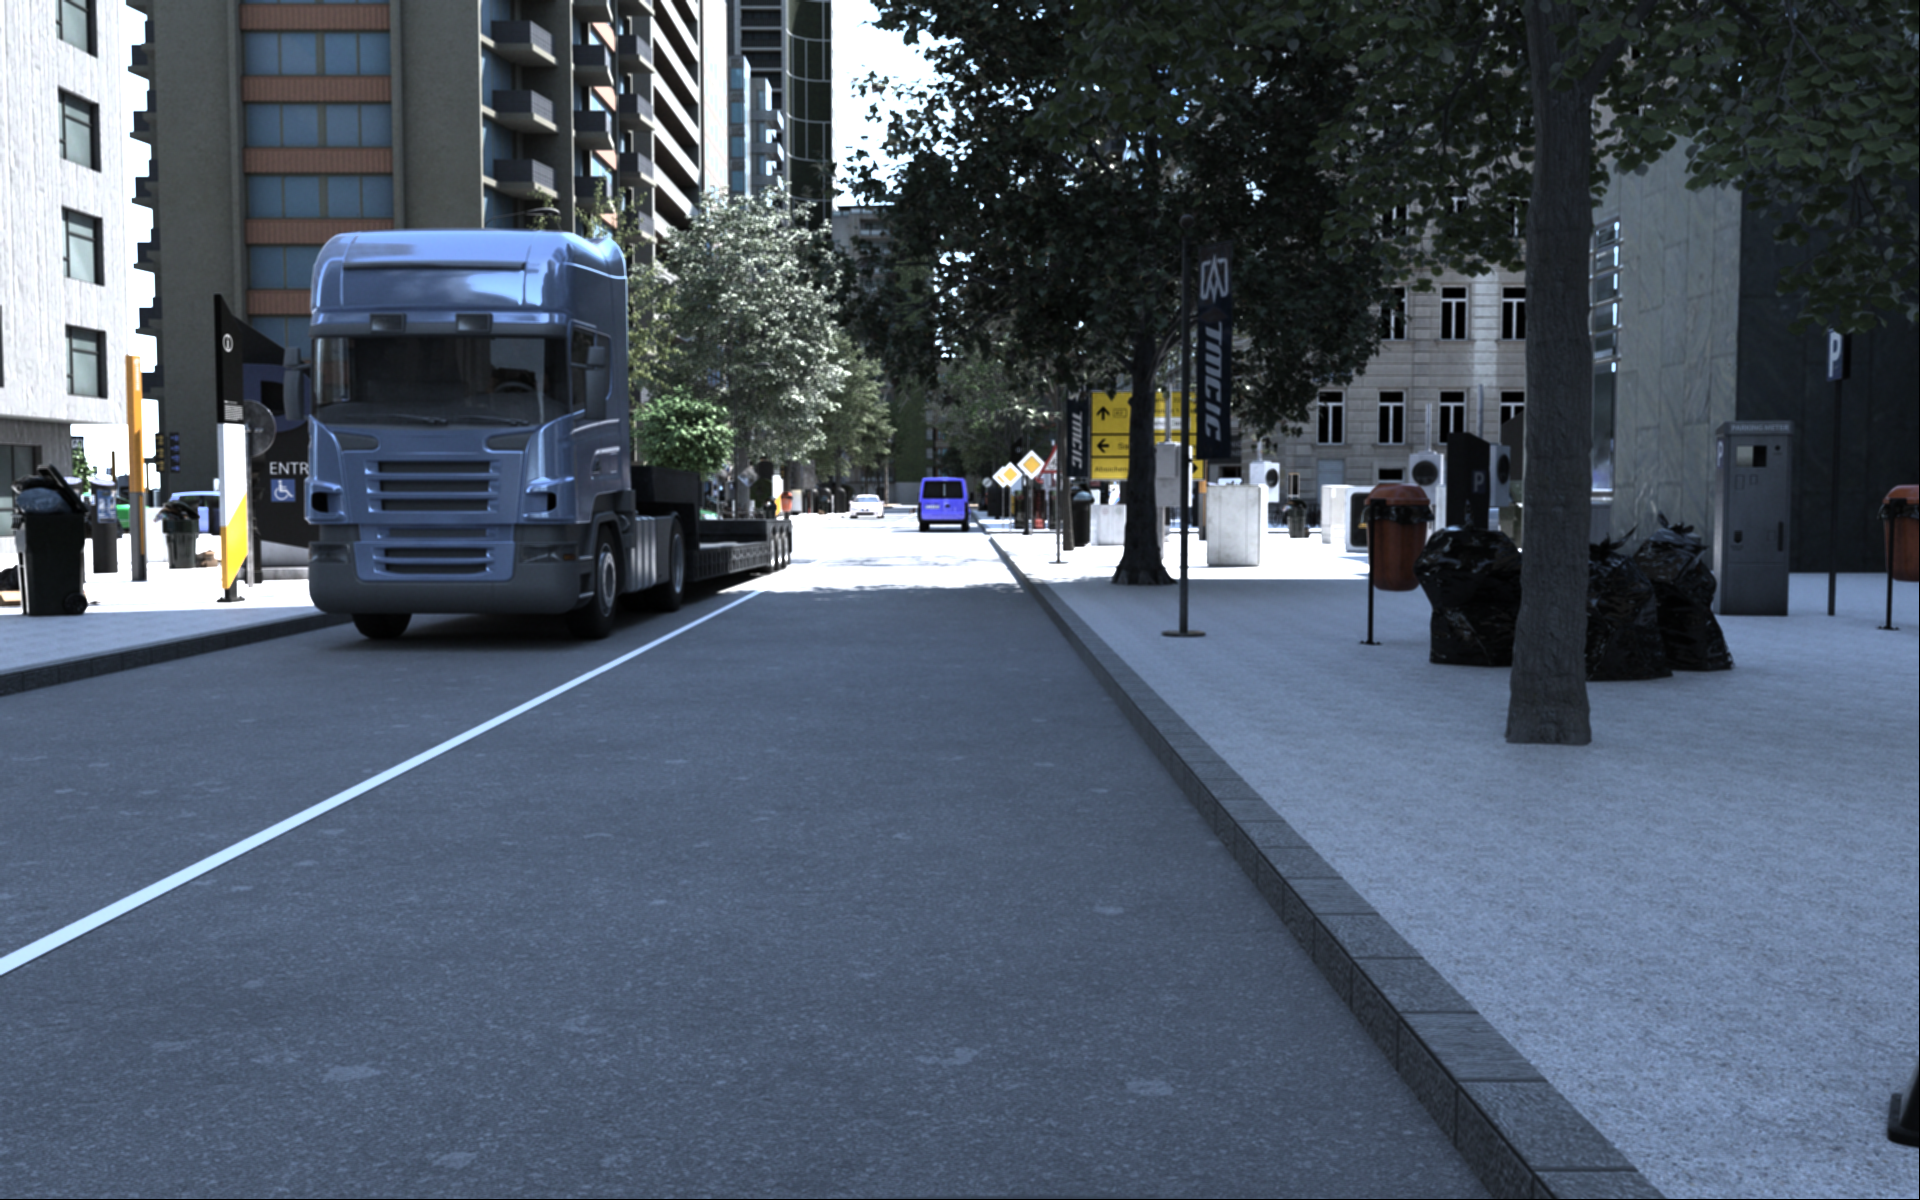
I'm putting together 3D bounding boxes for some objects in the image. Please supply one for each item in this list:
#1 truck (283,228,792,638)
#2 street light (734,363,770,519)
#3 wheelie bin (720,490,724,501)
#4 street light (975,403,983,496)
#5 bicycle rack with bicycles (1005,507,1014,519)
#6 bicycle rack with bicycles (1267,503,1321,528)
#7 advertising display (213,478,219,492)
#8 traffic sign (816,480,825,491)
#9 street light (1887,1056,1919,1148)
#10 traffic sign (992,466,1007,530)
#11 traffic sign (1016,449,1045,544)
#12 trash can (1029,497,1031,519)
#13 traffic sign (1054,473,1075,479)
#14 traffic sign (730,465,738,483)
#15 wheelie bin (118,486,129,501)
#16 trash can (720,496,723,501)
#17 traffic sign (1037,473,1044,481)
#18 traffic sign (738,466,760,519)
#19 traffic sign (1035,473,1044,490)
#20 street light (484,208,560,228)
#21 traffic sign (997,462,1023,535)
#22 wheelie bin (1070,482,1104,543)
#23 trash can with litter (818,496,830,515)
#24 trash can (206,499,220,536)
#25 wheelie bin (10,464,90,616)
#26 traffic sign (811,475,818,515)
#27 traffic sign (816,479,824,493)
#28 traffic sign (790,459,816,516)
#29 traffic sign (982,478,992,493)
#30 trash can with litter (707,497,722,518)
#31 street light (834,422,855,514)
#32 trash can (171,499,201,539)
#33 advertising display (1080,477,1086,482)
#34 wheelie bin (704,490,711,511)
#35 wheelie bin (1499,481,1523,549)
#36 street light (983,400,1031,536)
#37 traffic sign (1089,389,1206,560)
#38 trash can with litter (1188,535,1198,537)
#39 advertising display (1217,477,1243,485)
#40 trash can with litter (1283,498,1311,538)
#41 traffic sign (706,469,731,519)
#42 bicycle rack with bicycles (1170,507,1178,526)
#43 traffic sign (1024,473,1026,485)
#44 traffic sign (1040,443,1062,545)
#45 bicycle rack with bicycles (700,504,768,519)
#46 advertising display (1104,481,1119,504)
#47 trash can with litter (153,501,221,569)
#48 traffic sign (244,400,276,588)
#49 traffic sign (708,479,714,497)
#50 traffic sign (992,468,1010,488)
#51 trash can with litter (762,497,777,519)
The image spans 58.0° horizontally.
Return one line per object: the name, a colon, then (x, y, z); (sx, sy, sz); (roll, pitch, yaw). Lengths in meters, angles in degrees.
truck: (-4.594, -2.103, 24.137); (2.967, 4.110, 18.799); (0, 4, 1)
street light: (-7.411, -5.436, 61.421); (1.470, 5.913, 1.316); (0, 4, 0)
wheelie bin: (-18.129, -7.635, 132.741); (0.980, 1.594, 0.693); (1, 4, 17)
street light: (1.348, -6.987, 86.775); (1.470, 5.913, 1.316); (0, 4, 0)
bicycle rack with bicycles: (3.633, -4.731, 90.733); (2.852, 0.926, 2.925); (-2, 4, -34)
bicycle rack with bicycles: (13.189, -3.298, 67.308); (2.852, 0.926, 2.925); (2, 4, 35)
advertising display: (-30.047, -3.973, 70.178); (0.123, 1.923, 0.974); (-3, 4, -37)
traffic sign: (-10.203, -7.620, 126.716); (0.606, 2.300, 0.079); (0, 4, 1)
street light: (1.484, -1.881, 3.301); (1.470, 5.913, 1.316); (0, 4, 0)
traffic sign: (1.533, -3.545, 61.606); (0.795, 2.450, 0.064); (0, 4, 0)
traffic sign: (1.853, -2.668, 44.802); (0.795, 2.450, 0.064); (0, 4, 0)
trash can: (3.741, -4.682, 88.211); (0.748, 1.137, 0.748); (0, 3, 0)
traffic sign: (2.982, -2.897, 49.494); (0.606, 2.300, 0.079); (0, 4, 1)
traffic sign: (-9.804, -4.681, 76.646); (0.768, 2.556, 0.104); (0, 4, 8)
wheelie bin: (-32.818, -3.706, 68.500); (0.980, 1.594, 0.693); (-1, 4, -20)
trash can: (-17.778, -7.070, 127.251); (0.748, 1.137, 0.748); (0, 3, 0)
traffic sign: (3.475, -4.185, 68.435); (0.884, 2.594, 0.081); (0, 4, 7)
traffic sign: (-7.511, -3.545, 61.603); (0.795, 2.450, 0.064); (0, 4, 0)
traffic sign: (3.952, -5.099, 83.481); (0.768, 2.556, 0.104); (0, 4, 4)
street light: (-7.203, -3.409, 28.284); (1.470, 5.913, 1.316); (0, 4, 0)
traffic sign: (1.554, -3.057, 53.620); (0.795, 2.450, 0.064); (0, 4, 0)
wheelie bin: (3.125, -2.313, 45.725); (0.693, 1.594, 0.980); (-3, 5, -44)
trash can with litter: (-8.241, -5.696, 104.508); (0.624, 1.170, 1.055); (0, 4, 6)
trash can: (-22.733, -2.536, 53.121); (0.748, 1.137, 0.748); (0, 3, 0)
wheelie bin: (-9.668, -0.641, 18.385); (0.693, 1.594, 0.980); (-3, 4, -38)
traffic sign: (-9.215, -6.578, 107.650); (0.768, 2.556, 0.104); (0, 4, 4)
traffic sign: (-10.218, -7.590, 125.278); (0.795, 2.450, 0.064); (0, 4, 3)
traffic sign: (-9.599, -6.588, 101.588); (2.265, 3.308, 0.079); (0, 4, 5)
traffic sign: (2.089, -8.131, 133.050); (0.768, 2.556, 0.104); (0, 4, 3)
trash can with litter: (-10.409, -3.873, 74.715); (1.055, 1.170, 0.624); (2, 4, 33)
street light: (-7.429, -8.506, 111.606); (1.470, 5.913, 1.316); (0, 4, 0)
trash can: (-21.075, -2.174, 47.202); (0.748, 1.137, 0.748); (0, 3, 0)
advertising display: (4.773, -3.807, 67.461); (0.123, 1.923, 0.974); (0, 4, -2)
wheelie bin: (-17.895, -7.068, 123.476); (0.693, 1.594, 0.980); (-1, 4, -13)
wheelie bin: (13.084, -2.013, 40.813); (0.980, 1.594, 0.693); (-2, 4, -23)
street light: (1.531, -4.936, 53.242); (1.470, 5.913, 1.316); (0, 4, 0)
traffic sign: (3.655, -2.442, 33.804); (2.265, 3.308, 0.079); (0, 4, 5)
trash can with litter: (7.790, -2.452, 51.144); (2.233, 1.210, 1.678); (2, 4, 27)
advertising display: (10.219, -3.691, 65.566); (0.974, 1.923, 0.123); (1, 4, 19)
trash can with litter: (9.775, -2.370, 50.142); (0.624, 1.170, 1.055); (2, 4, 27)
traffic sign: (-7.490, -3.057, 53.618); (0.795, 2.450, 0.064); (0, 4, 0)
bicycle rack with bicycles: (7.280, -3.461, 69.973); (2.925, 0.926, 2.852); (-1, 4, -14)
traffic sign: (2.989, -4.911, 82.429); (0.606, 2.300, 0.079); (0, 4, 5)
traffic sign: (2.466, -2.688, 43.961); (0.884, 2.594, 0.081); (0, 4, 0)
bicycle rack with bicycles: (-8.529, -3.155, 64.958); (2.925, 0.926, 2.852); (-1, 4, -12)
advertising display: (4.196, -2.597, 47.682); (0.123, 1.923, 0.974); (2, 4, 25)
trash can with litter: (-13.317, -1.133, 29.911); (0.624, 1.170, 1.055); (1, 4, 17)
traffic sign: (-9.670, -1.433, 23.538); (0.768, 2.556, 0.104); (0, 4, 4)
traffic sign: (-10.973, -4.693, 76.836); (0.768, 2.556, 0.104); (0, 4, 6)
traffic sign: (3.603, -8.496, 132.780); (2.265, 3.308, 0.079); (1, 4, 9)
trash can with litter: (-7.972, -3.645, 70.981); (0.624, 1.170, 1.055); (-3, 5, -43)
